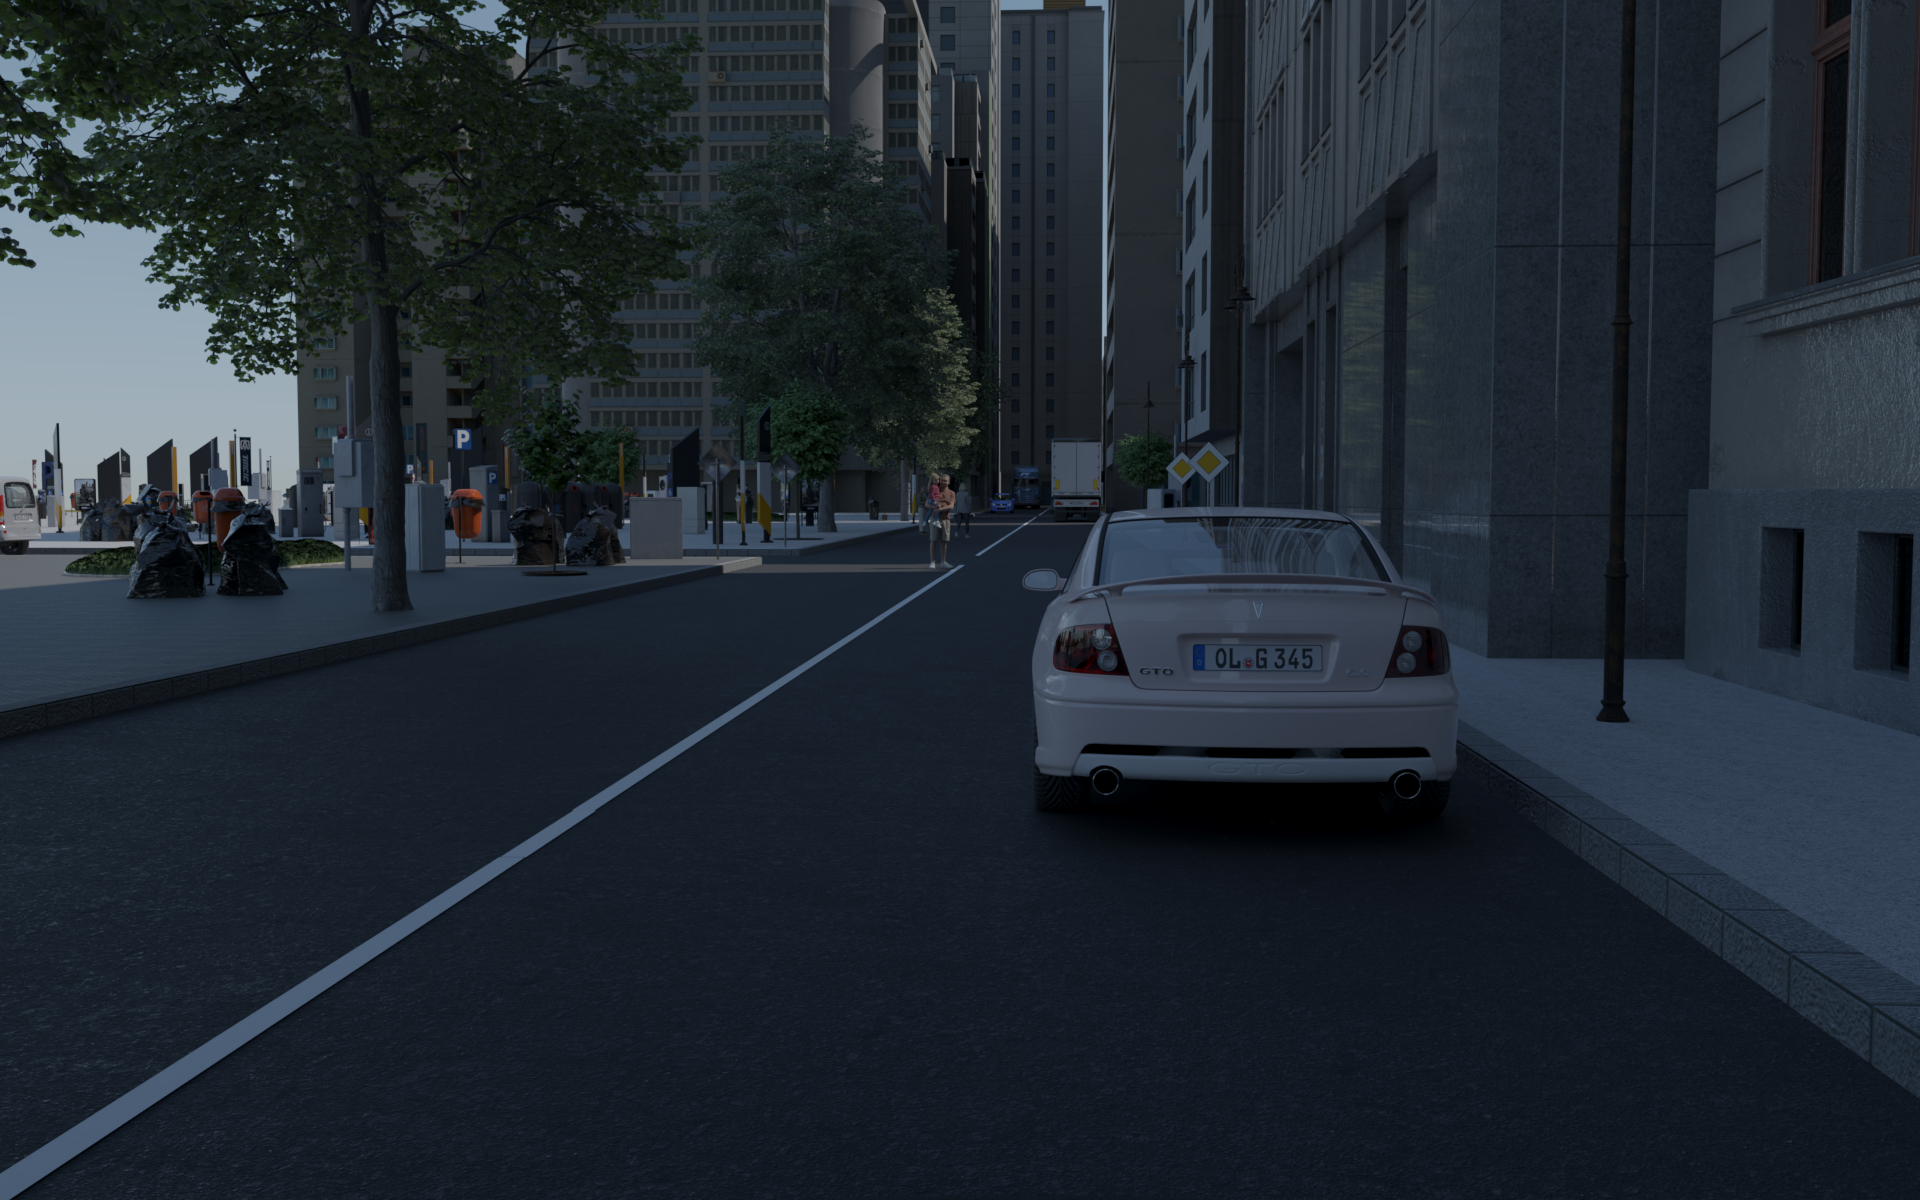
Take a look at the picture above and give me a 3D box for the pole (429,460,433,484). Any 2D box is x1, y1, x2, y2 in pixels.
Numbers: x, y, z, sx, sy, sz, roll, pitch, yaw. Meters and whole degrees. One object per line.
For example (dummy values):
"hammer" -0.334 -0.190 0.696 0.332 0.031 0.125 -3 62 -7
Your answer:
"pole" -31.998 -6.789 104.840 0.158 3.312 0.155 0 3 0

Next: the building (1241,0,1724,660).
"building" 10.748 -12.492 22.274 12.078 24.808 19.932 0 4 4

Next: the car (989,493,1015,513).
"car" 3.180 -7.328 129.397 1.945 1.707 3.694 0 4 4

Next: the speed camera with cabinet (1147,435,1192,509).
"speed camera with cabinet" 6.964 -3.858 57.407 0.660 3.252 2.038 3 4 36

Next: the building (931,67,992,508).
"building" -4.368 -29.297 162.597 14.154 41.232 14.086 0 4 4

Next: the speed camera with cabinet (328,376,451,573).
"speed camera with cabinet" -9.515 -2.112 28.870 2.038 3.252 0.660 2 4 30

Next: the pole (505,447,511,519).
"pole" -19.491 -4.941 74.634 0.158 3.312 0.155 0 3 0

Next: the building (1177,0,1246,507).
"building" 13.305 -16.773 45.943 14.107 30.474 14.160 0 4 4

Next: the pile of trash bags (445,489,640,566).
"pile of trash bags" -7.819 -1.351 31.844 3.447 1.369 1.912 1 4 15

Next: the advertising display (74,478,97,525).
"advertising display" -36.267 -4.075 71.834 0.974 1.923 0.123 1 4 14

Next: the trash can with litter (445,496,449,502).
"trash can with litter" -20.022 -3.404 66.718 1.678 1.210 2.233 0 4 -3

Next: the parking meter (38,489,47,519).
"parking meter" -47.283 -4.942 89.209 0.372 1.533 0.369 0 3 0

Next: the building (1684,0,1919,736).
"building" 10.790 -13.024 0.334 14.401 28.519 23.554 0 4 4

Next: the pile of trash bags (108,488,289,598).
"pile of trash bags" -9.902 -0.811 23.016 1.912 1.369 3.447 -1 4 -16

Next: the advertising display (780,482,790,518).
"advertising display" -9.463 -5.419 93.822 0.123 1.923 0.974 -2 4 -31

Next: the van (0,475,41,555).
"van" -23.135 -1.966 39.161 4.112 2.044 2.013 0 4 2

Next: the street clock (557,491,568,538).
"street clock" -11.501 -2.780 50.018 0.358 2.002 0.471 1 4 10

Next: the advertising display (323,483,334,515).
"advertising display" -37.535 -5.985 103.068 0.123 1.923 0.974 2 4 33

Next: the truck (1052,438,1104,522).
"truck" 6.258 -6.305 92.002 2.839 4.237 11.283 0 4 5

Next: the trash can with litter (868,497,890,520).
"trash can with litter" -4.001 -4.533 85.496 1.055 1.170 0.624 0 4 -1

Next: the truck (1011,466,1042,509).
"truck" 6.696 -11.126 171.665 2.967 4.110 18.799 0 4 3

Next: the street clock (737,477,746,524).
"street clock" -9.346 -4.252 74.089 0.358 2.002 0.471 -1 4 -23

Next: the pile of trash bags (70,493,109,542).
"pile of trash bags" -22.394 -2.339 47.991 1.912 1.369 3.447 3 5 44

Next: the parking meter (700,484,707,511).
"parking meter" -15.074 -5.876 101.784 0.255 1.863 0.399 2 4 32

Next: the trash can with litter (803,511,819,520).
"trash can with litter" -7.521 -4.709 88.051 1.678 1.210 2.233 2 4 34

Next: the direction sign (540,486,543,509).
"direction sign" -10.455 -3.134 43.235 0.379 3.537 0.876 0 4 -8

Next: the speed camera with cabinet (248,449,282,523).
"speed camera with cabinet" -30.479 -4.990 75.921 0.660 3.252 2.038 0 4 5

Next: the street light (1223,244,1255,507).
"street light" 5.173 -3.638 32.261 0.468 5.910 1.993 0 4 4

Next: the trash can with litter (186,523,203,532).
"trash can with litter" -25.755 -2.888 58.603 1.055 1.170 0.624 -3 5 -40

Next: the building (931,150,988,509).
"building" -4.983 -23.058 148.703 14.160 30.474 14.107 0 4 4

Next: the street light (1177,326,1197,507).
"street light" 6.243 -4.587 47.789 0.468 5.910 1.993 0 4 4

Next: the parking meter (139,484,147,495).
"parking meter" -45.359 -5.532 96.154 0.255 1.863 0.399 1 4 18

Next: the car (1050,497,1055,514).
"car" 7.627 -7.106 128.192 2.014 1.417 4.499 0 4 3

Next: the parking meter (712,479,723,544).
"parking meter" -6.209 -2.364 44.370 0.255 1.863 0.399 -1 4 -12

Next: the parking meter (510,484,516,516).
"parking meter" -26.109 -5.843 101.237 0.255 1.863 0.399 -3 4 -37

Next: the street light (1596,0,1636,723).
"street light" 3.693 -2.253 9.620 0.468 5.910 1.993 0 4 4

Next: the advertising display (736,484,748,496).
"advertising display" -13.350 -6.169 106.080 0.974 1.923 0.123 3 5 44

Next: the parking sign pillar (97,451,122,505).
"parking sign pillar" -52.962 -7.302 107.857 1.447 3.967 1.447 -1 4 -13

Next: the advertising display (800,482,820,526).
"advertising display" -5.969 -3.890 68.815 0.123 1.923 0.974 3 5 43

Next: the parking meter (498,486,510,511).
"parking meter" -12.771 -2.447 48.412 0.372 1.533 0.369 0 3 0

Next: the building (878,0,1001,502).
"building" -6.387 -45.505 182.251 20.611 71.187 20.563 0 4 4

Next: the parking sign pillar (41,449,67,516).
"parking sign pillar" -54.369 -7.052 103.765 1.447 3.967 1.447 1 4 22

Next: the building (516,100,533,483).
"building" -31.187 -32.317 183.008 28.867 44.769 22.147 0 4 4

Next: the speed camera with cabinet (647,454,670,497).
"speed camera with cabinet" -14.884 -5.615 86.149 0.660 3.252 2.038 -3 4 -37

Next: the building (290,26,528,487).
"building" -56.325 -34.341 185.180 21.600 48.544 21.300 0 4 4

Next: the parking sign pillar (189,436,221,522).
"parking sign pillar" -35.344 -5.668 81.138 1.447 3.967 1.447 0 4 0

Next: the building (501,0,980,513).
"building" -14.918 -26.787 129.854 32.217 40.220 23.993 0 4 4

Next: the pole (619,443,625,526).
"pole" -13.468 -4.595 68.976 0.158 3.312 0.155 0 3 0

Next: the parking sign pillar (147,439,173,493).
"parking sign pillar" -38.885 -5.868 84.407 1.447 3.967 1.447 0 4 5

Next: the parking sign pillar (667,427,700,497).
"parking sign pillar" -11.098 -4.957 69.520 1.447 3.967 1.447 -3 5 -43

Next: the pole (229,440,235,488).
"pole" -27.687 -4.408 65.919 0.158 3.312 0.155 0 3 0

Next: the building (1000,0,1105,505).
"building" 3.054 -40.838 209.700 28.212 58.520 21.231 0 4 4

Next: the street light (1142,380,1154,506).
"street light" 7.649 -5.969 70.376 0.468 5.910 1.993 0 4 4

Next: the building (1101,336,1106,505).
"building" 32.079 -22.448 212.057 28.899 21.520 27.650 0 4 4

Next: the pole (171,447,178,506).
"pole" -33.793 -4.937 74.561 0.158 3.312 0.155 0 3 0

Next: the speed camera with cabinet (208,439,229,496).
"speed camera with cabinet" -26.319 -4.117 61.651 0.660 3.252 2.038 -2 4 -27

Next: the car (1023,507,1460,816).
"car" 1.350 0.197 9.141 2.083 1.381 4.827 0 4 4

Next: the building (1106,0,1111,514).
"building" 19.460 -29.161 100.490 21.300 48.544 21.600 0 4 4
